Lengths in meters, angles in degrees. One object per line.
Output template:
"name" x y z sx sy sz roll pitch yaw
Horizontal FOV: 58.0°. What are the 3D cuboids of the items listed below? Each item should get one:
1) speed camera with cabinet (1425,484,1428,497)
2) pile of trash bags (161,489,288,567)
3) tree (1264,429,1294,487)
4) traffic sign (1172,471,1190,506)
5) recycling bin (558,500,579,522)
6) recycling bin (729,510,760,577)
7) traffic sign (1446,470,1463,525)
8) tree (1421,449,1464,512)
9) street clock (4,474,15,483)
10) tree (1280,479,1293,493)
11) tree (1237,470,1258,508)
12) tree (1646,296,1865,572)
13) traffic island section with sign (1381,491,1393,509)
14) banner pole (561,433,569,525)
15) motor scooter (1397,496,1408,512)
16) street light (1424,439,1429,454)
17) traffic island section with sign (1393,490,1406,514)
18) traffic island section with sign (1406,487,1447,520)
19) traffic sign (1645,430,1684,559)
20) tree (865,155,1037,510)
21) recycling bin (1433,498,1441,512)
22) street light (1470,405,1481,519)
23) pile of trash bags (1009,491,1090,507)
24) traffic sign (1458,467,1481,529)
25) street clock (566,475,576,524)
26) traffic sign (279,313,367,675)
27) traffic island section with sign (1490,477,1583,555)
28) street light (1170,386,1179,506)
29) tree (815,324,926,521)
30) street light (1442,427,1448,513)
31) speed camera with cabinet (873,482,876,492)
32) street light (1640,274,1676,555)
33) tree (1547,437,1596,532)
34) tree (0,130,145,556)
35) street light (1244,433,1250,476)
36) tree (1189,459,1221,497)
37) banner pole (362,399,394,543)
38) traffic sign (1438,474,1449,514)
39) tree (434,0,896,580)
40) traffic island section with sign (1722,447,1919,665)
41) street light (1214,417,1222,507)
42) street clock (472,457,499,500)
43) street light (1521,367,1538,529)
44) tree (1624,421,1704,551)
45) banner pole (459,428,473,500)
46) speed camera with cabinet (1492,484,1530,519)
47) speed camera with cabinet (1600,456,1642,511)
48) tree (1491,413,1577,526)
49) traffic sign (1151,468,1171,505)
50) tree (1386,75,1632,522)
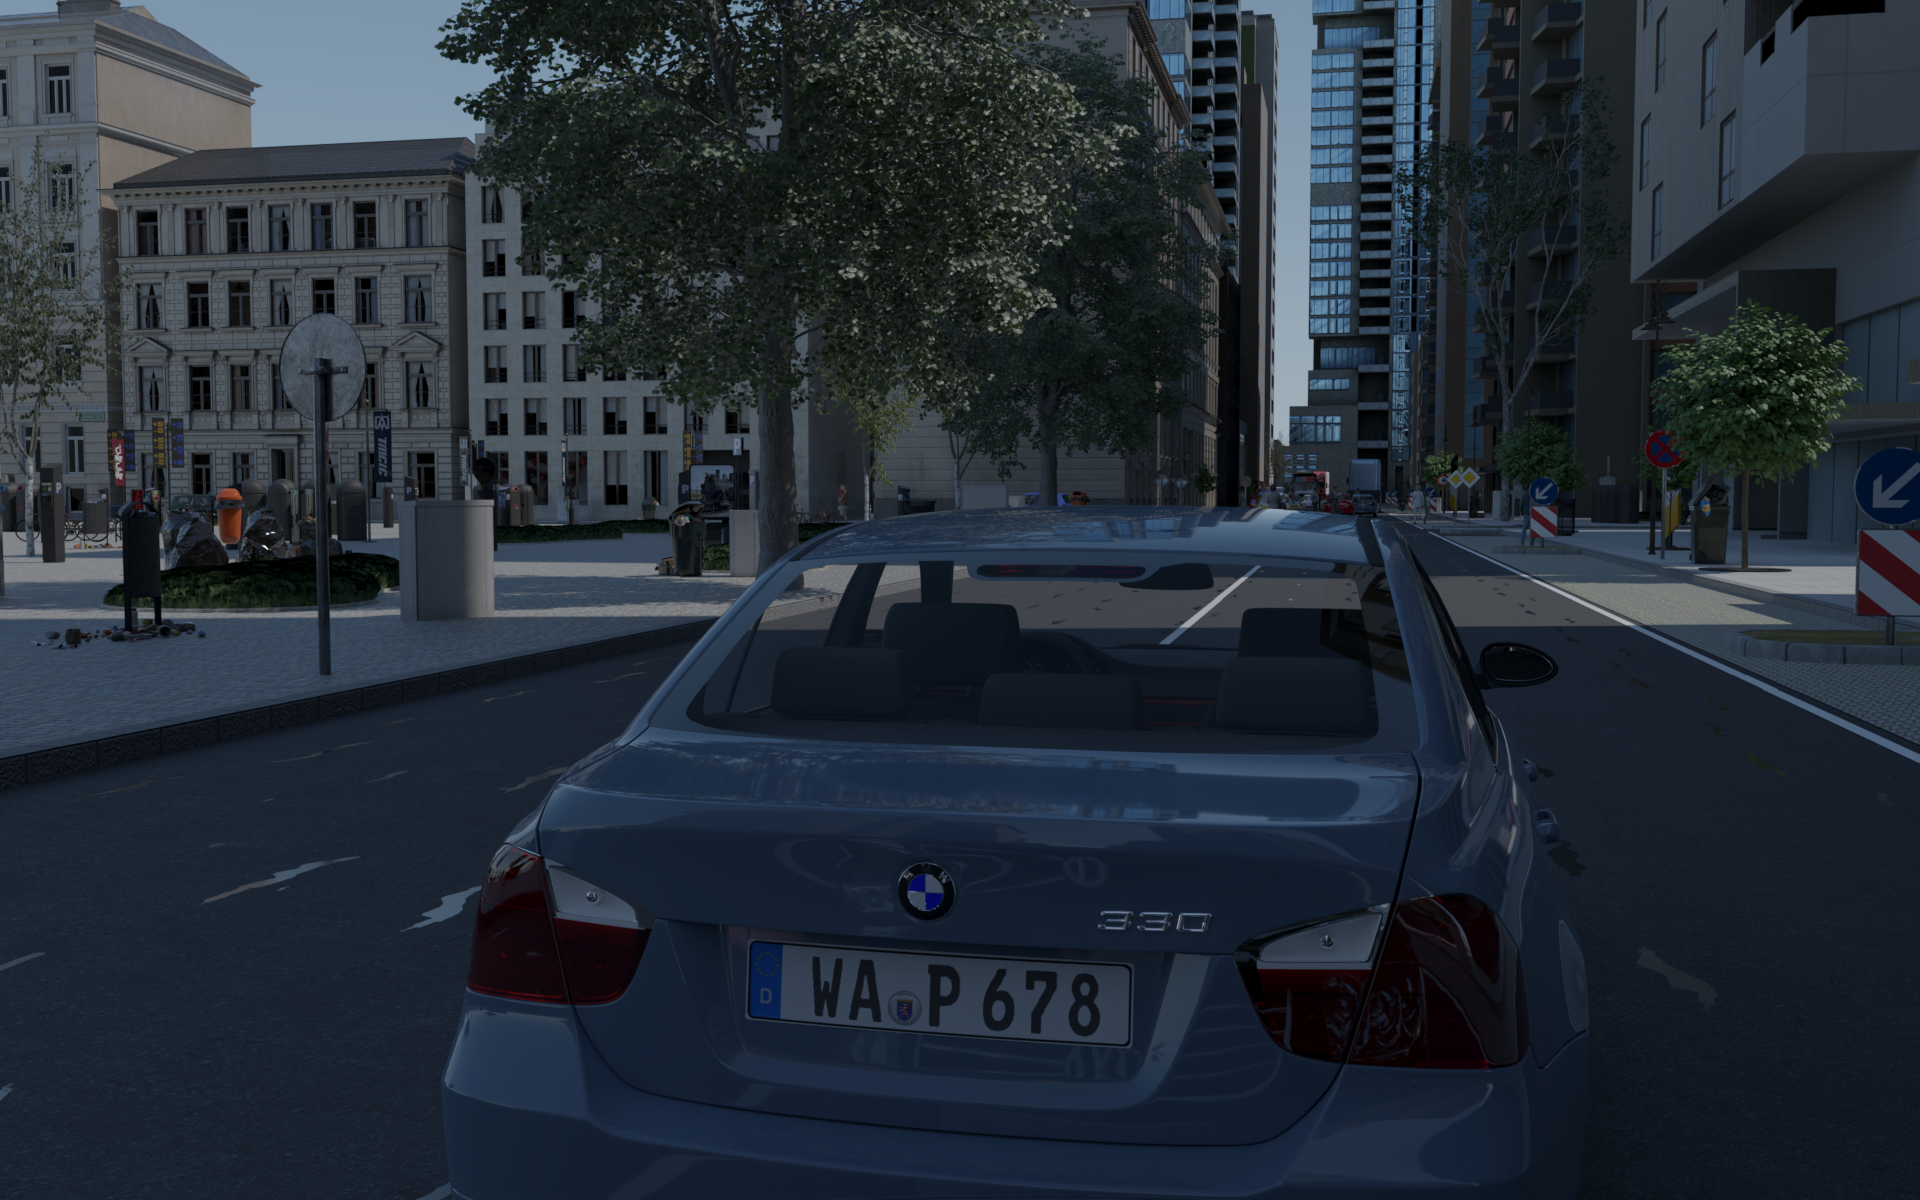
"speed camera with cabinet" 35.933 -8.455 132.567 0.660 3.252 2.038 1 4 15
"pile of trash bags" -11.806 -1.109 27.891 1.912 1.369 3.447 -1 4 -22
"tree" 35.992 -15.096 197.175 4.360 8.622 3.978 0 3 0
"traffic sign" 9.440 -4.311 74.120 0.795 2.450 0.064 1 4 13
"recycling bin" -17.999 -4.102 79.626 0.722 1.027 0.722 2 4 25
"recycling bin" -3.226 -0.884 27.013 0.722 1.027 0.722 -1 4 -9
"traffic sign" 20.507 -4.158 71.633 0.795 2.450 0.064 1 4 13
"tree" 35.253 -8.721 126.304 4.285 4.588 4.351 0 3 0
"street clock" -34.073 -3.521 62.130 0.471 2.002 0.358 3 5 42
"tree" 41.631 -13.818 220.528 1.663 3.219 1.824 0 3 0
"tree" 22.893 -8.743 137.554 1.663 3.219 1.824 0 3 0
"tree" 13.242 -2.764 28.910 4.285 4.588 4.351 0 3 0
"traffic island section with sign" 48.747 -11.568 197.769 1.989 1.847 2.006 1 4 13
"banner pole" -16.201 -4.959 71.101 0.401 3.779 0.863 1 4 8
"motor scooter" 33.391 -7.214 130.729 0.815 1.314 1.986 1 4 14
"street light" 38.814 -10.473 144.023 0.468 5.910 1.993 1 4 13
"traffic island section with sign" 32.015 -6.992 122.952 1.989 1.847 2.006 1 4 13
"traffic island section with sign" 26.128 -5.383 96.646 1.989 1.847 2.006 1 4 13
"traffic sign" 13.868 -2.079 34.105 0.768 2.556 0.104 1 4 14
"tree" -0.069 -5.342 37.708 4.360 8.622 3.978 0 3 0
"recycling bin" 33.674 -6.738 122.715 0.722 1.027 0.722 1 4 8
"street light" 26.816 -7.186 90.279 0.468 5.910 1.993 1 4 13
"pile of trash bags" 2.459 -2.694 53.807 3.447 1.369 1.912 2 4 31
"traffic sign" 18.764 -3.682 63.840 0.795 2.450 0.064 1 4 13
"street clock" -14.765 -3.744 65.790 0.358 2.002 0.471 1 4 11
"traffic sign" -4.509 -0.741 12.223 0.768 2.556 0.104 1 4 21
"traffic island section with sign" 13.839 -2.020 41.661 1.989 1.847 2.006 1 4 13
"street light" 9.099 -6.213 74.374 0.468 5.910 1.993 1 4 13
"tree" -3.318 -7.059 65.774 4.737 8.622 4.395 0 3 0
"street light" 32.709 -8.807 116.789 0.468 5.910 1.993 1 4 13
"speed camera with cabinet" -5.730 -7.878 123.141 0.660 3.252 2.038 1 4 9
"street light" 14.666 -3.898 36.523 0.468 5.910 1.993 1 4 13
"tree" 20.246 -3.891 58.222 1.663 3.219 1.824 0 3 0
"tree" -19.223 -5.223 35.766 4.360 8.622 3.978 0 3 0
"street light" 21.226 -9.531 128.625 0.468 5.910 1.993 1 4 13
"tree" 13.448 -6.123 94.720 1.663 3.219 1.824 0 3 0
"banner pole" -15.452 -3.418 45.901 0.863 3.779 0.401 0 4 -4
"traffic sign" 31.377 -6.869 112.417 0.768 2.556 0.104 1 4 14
"tree" -2.348 -7.104 22.812 9.857 13.997 8.962 0 3 0
"traffic island section with sign" 7.939 -0.412 15.357 1.989 1.847 2.006 1 4 13
"street light" 15.110 -7.876 101.561 0.468 5.910 1.993 1 4 13
"street clock" -9.394 -1.820 34.327 0.471 2.002 0.358 0 4 1
"street light" 20.674 -5.518 63.007 0.468 5.910 1.993 1 4 13
"tree" 16.367 -2.753 39.613 1.663 3.219 1.824 0 3 0
"banner pole" -18.753 -4.641 65.896 0.863 3.779 0.401 2 4 33
"speed camera with cabinet" 28.125 -5.744 88.252 2.038 3.252 0.660 -2 4 -25
"speed camera with cabinet" 34.456 -5.869 90.292 2.038 3.252 0.660 0 4 7
"tree" 23.280 -5.290 70.204 4.285 4.588 4.351 0 3 0
"traffic sign" 7.697 -3.834 66.327 0.795 2.450 0.064 1 4 13
"tree" 26.319 -13.659 79.221 12.611 20.169 13.585 0 3 0
